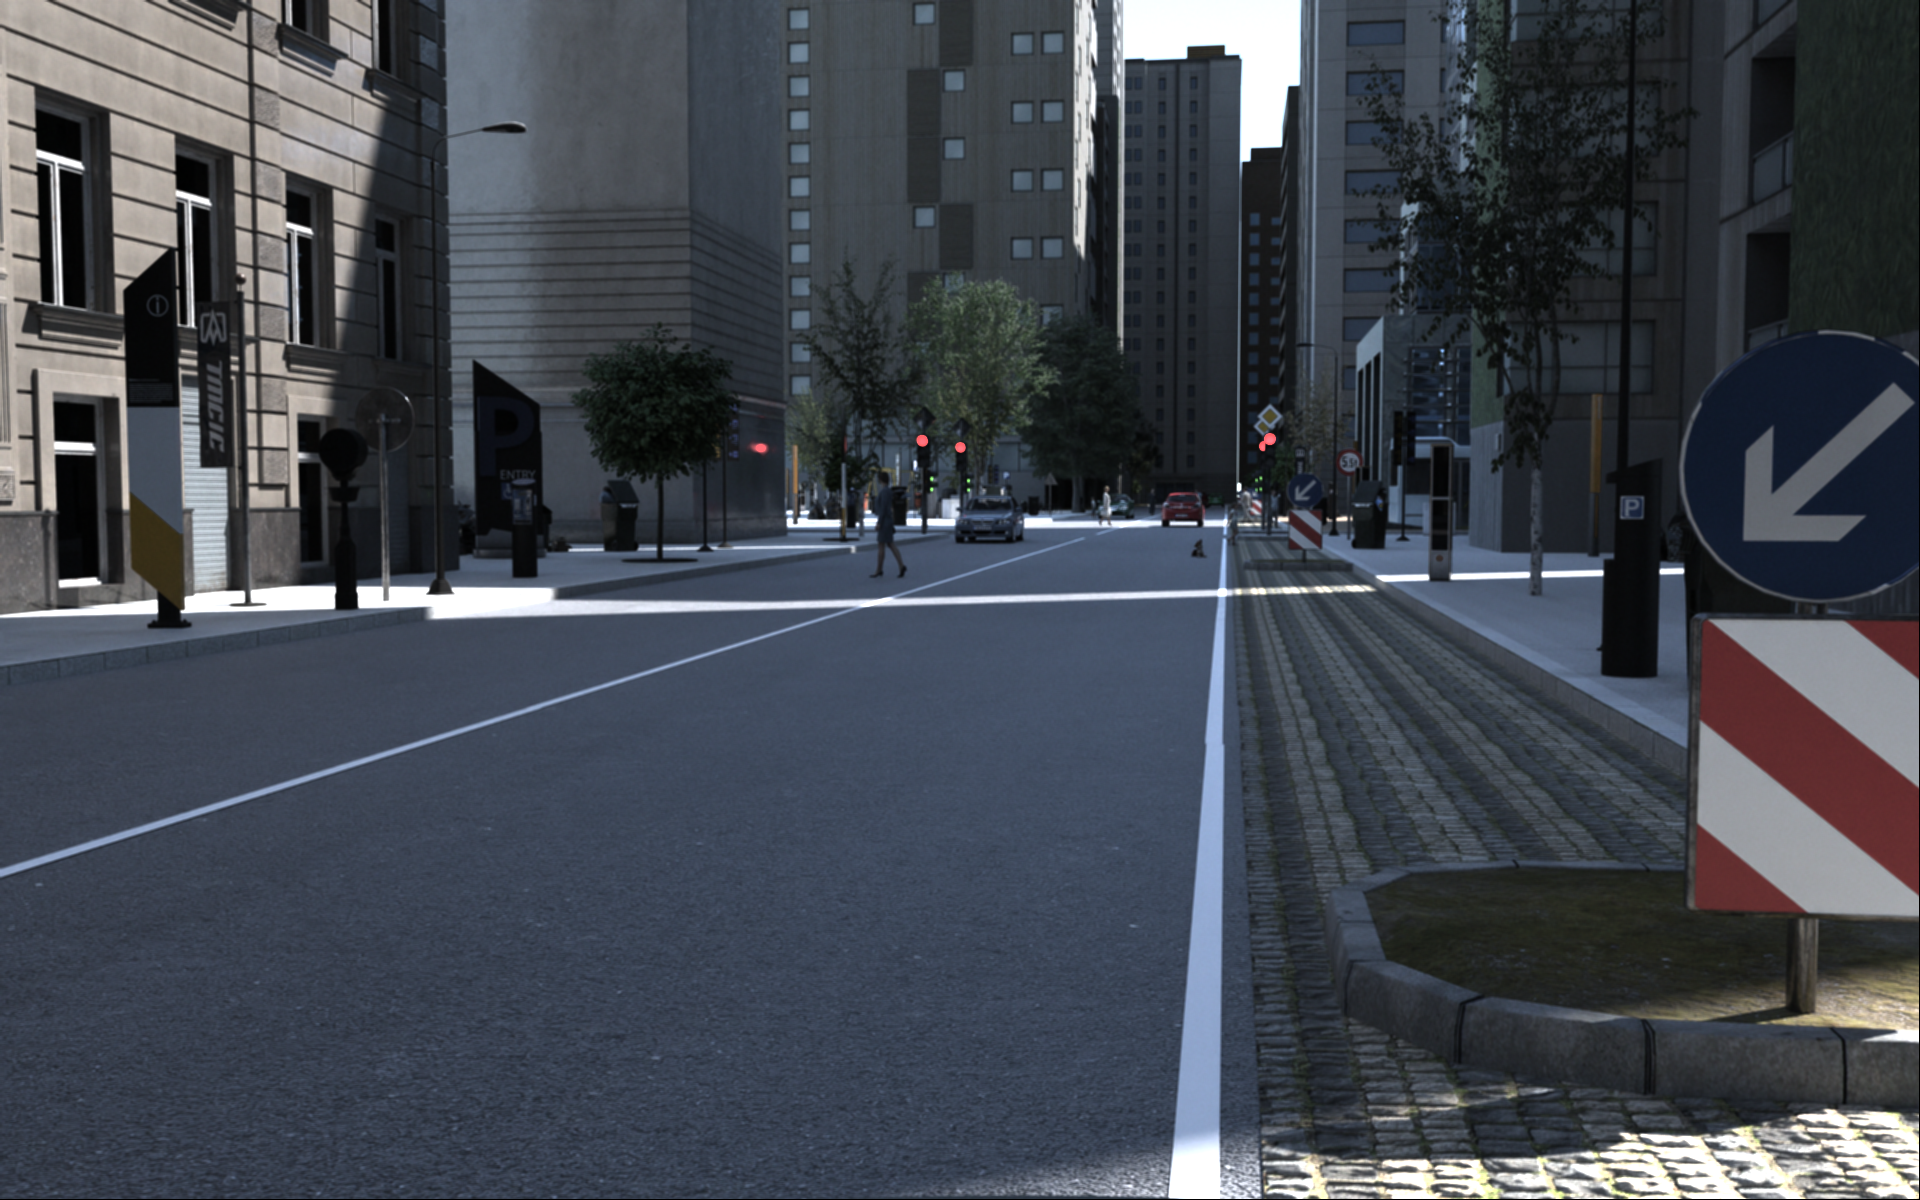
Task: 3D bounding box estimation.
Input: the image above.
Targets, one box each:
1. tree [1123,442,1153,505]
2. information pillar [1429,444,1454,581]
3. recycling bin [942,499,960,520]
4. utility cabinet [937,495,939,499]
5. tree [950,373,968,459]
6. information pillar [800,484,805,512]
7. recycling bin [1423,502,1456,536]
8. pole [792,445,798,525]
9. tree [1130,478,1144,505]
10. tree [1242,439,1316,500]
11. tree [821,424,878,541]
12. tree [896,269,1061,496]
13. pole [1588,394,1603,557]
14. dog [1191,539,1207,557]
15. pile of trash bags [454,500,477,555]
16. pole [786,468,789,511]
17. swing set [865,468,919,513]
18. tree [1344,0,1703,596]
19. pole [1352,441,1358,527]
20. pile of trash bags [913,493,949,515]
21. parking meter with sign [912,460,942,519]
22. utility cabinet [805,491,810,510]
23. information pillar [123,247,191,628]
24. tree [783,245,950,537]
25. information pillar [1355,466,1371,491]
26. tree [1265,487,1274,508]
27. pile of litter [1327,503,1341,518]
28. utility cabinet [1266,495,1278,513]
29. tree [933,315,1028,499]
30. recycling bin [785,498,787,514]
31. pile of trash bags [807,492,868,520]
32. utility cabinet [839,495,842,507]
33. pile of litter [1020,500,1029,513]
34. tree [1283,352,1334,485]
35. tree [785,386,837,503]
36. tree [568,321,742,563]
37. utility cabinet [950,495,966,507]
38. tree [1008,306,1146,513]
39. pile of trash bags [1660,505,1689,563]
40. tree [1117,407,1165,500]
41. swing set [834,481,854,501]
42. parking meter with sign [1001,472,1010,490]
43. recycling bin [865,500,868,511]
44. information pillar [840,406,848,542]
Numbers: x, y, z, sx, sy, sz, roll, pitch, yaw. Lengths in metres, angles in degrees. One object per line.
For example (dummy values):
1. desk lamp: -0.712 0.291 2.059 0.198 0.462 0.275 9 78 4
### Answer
1. tree: 21.613 -15.797 208.647 4.737 8.622 4.395 0 3 0
2. information pillar: 7.105 -1.289 25.561 0.304 2.012 0.304 1 4 21
3. recycling bin: -0.415 -4.544 86.848 0.722 1.027 0.722 -3 4 -36
4. utility cabinet: -2.145 -7.556 134.704 1.020 1.237 0.306 0 4 5
5. tree: -1.672 -9.033 98.051 4.360 8.622 3.978 0 3 0
6. information pillar: -11.410 -7.389 125.297 0.304 2.012 0.304 -2 4 -27
7. recycling bin: 14.770 -2.496 53.356 0.722 1.027 0.722 -2 4 -35
8. pole: -6.882 -4.797 72.269 0.158 3.312 0.155 0 3 0
9. tree: 20.692 -12.743 202.943 1.663 3.219 1.824 0 3 0
10. tree: 19.717 -7.378 104.344 4.285 4.588 4.351 0 3 0
11. tree: -3.327 -3.253 47.782 1.663 3.219 1.824 0 3 0
12. tree: 0.887 -9.411 79.621 9.928 11.665 9.643 0 3 0
13. pole: 12.977 -2.540 35.372 0.158 3.312 0.155 0 3 0
14. dog: 5.505 -1.180 39.479 0.550 0.427 0.748 3 4 36
15. pile of trash bags: -11.881 -1.677 37.168 3.447 1.369 1.912 1 4 23
16. pole: -13.434 -8.622 134.820 0.158 3.312 0.155 0 3 0
17. swing set: -4.657 -7.283 116.692 3.119 2.851 2.862 -1 4 -22
18. tree: 7.060 -4.365 21.729 4.360 8.622 3.978 0 3 0
19. pole: 15.242 -4.464 66.832 0.158 3.312 0.155 0 3 0
20. pile of trash bags: -1.786 -5.922 106.571 1.912 1.369 3.447 2 4 33
21. parking meter with sign: -1.565 -5.693 89.347 1.738 3.016 0.543 1 4 19
22. utility cabinet: -12.057 -7.812 136.405 0.318 1.500 1.173 -1 4 -12
23. information pillar: -7.679 -1.540 16.536 0.504 3.616 0.183 0 3 0
24. tree: -2.734 -6.224 52.118 4.360 8.622 3.978 0 3 0
25. information pillar: 10.614 -2.520 45.688 0.304 2.012 0.304 -1 4 -20
26. tree: 29.244 -10.378 164.286 1.663 3.219 1.824 0 3 0
27. pile of litter: 20.083 -4.939 94.720 1.719 0.858 1.176 0 4 8
28. utility cabinet: 21.312 -6.541 118.106 0.306 1.237 1.020 -2 4 -25
29. tree: 0.845 -7.430 71.844 4.737 8.622 4.395 0 3 0
30. recycling bin: -11.581 -6.043 111.349 0.722 1.027 0.722 1 4 13
31. pile of trash bags: -5.866 -4.675 86.184 1.912 1.369 3.447 3 5 41
32. utility cabinet: -8.406 -6.815 122.581 0.306 1.237 1.020 0 4 -5
33. pile of litter: 4.628 -6.354 117.845 1.176 0.858 1.719 2 4 33
34. tree: 18.735 -8.595 90.896 4.360 8.622 3.978 0 3 0
35. tree: -9.790 -10.126 115.914 4.737 8.622 4.395 0 3 0
36. tree: -5.781 -3.006 32.862 4.285 4.588 4.351 0 3 0
37. utility cabinet: -0.123 -6.349 114.972 1.020 1.237 0.306 0 4 8
38. tree: 7.748 -12.818 116.236 9.857 13.997 8.962 0 3 0
39. pile of trash bags: 14.681 -1.444 33.356 3.447 1.369 1.912 -1 4 -13
40. tree: 18.595 -15.348 185.355 7.601 10.594 8.767 -2 4 -25
41. swing set: -8.369 -8.691 139.712 3.119 2.851 2.862 1 4 19
42. parking meter with sign: 3.502 -8.601 136.879 0.543 3.016 1.738 1 4 13
43. recycling bin: -7.281 -7.118 128.930 0.722 1.027 0.722 -2 4 -29
44. information pillar: -3.105 -3.368 46.414 0.183 3.616 0.504 0 4 2
